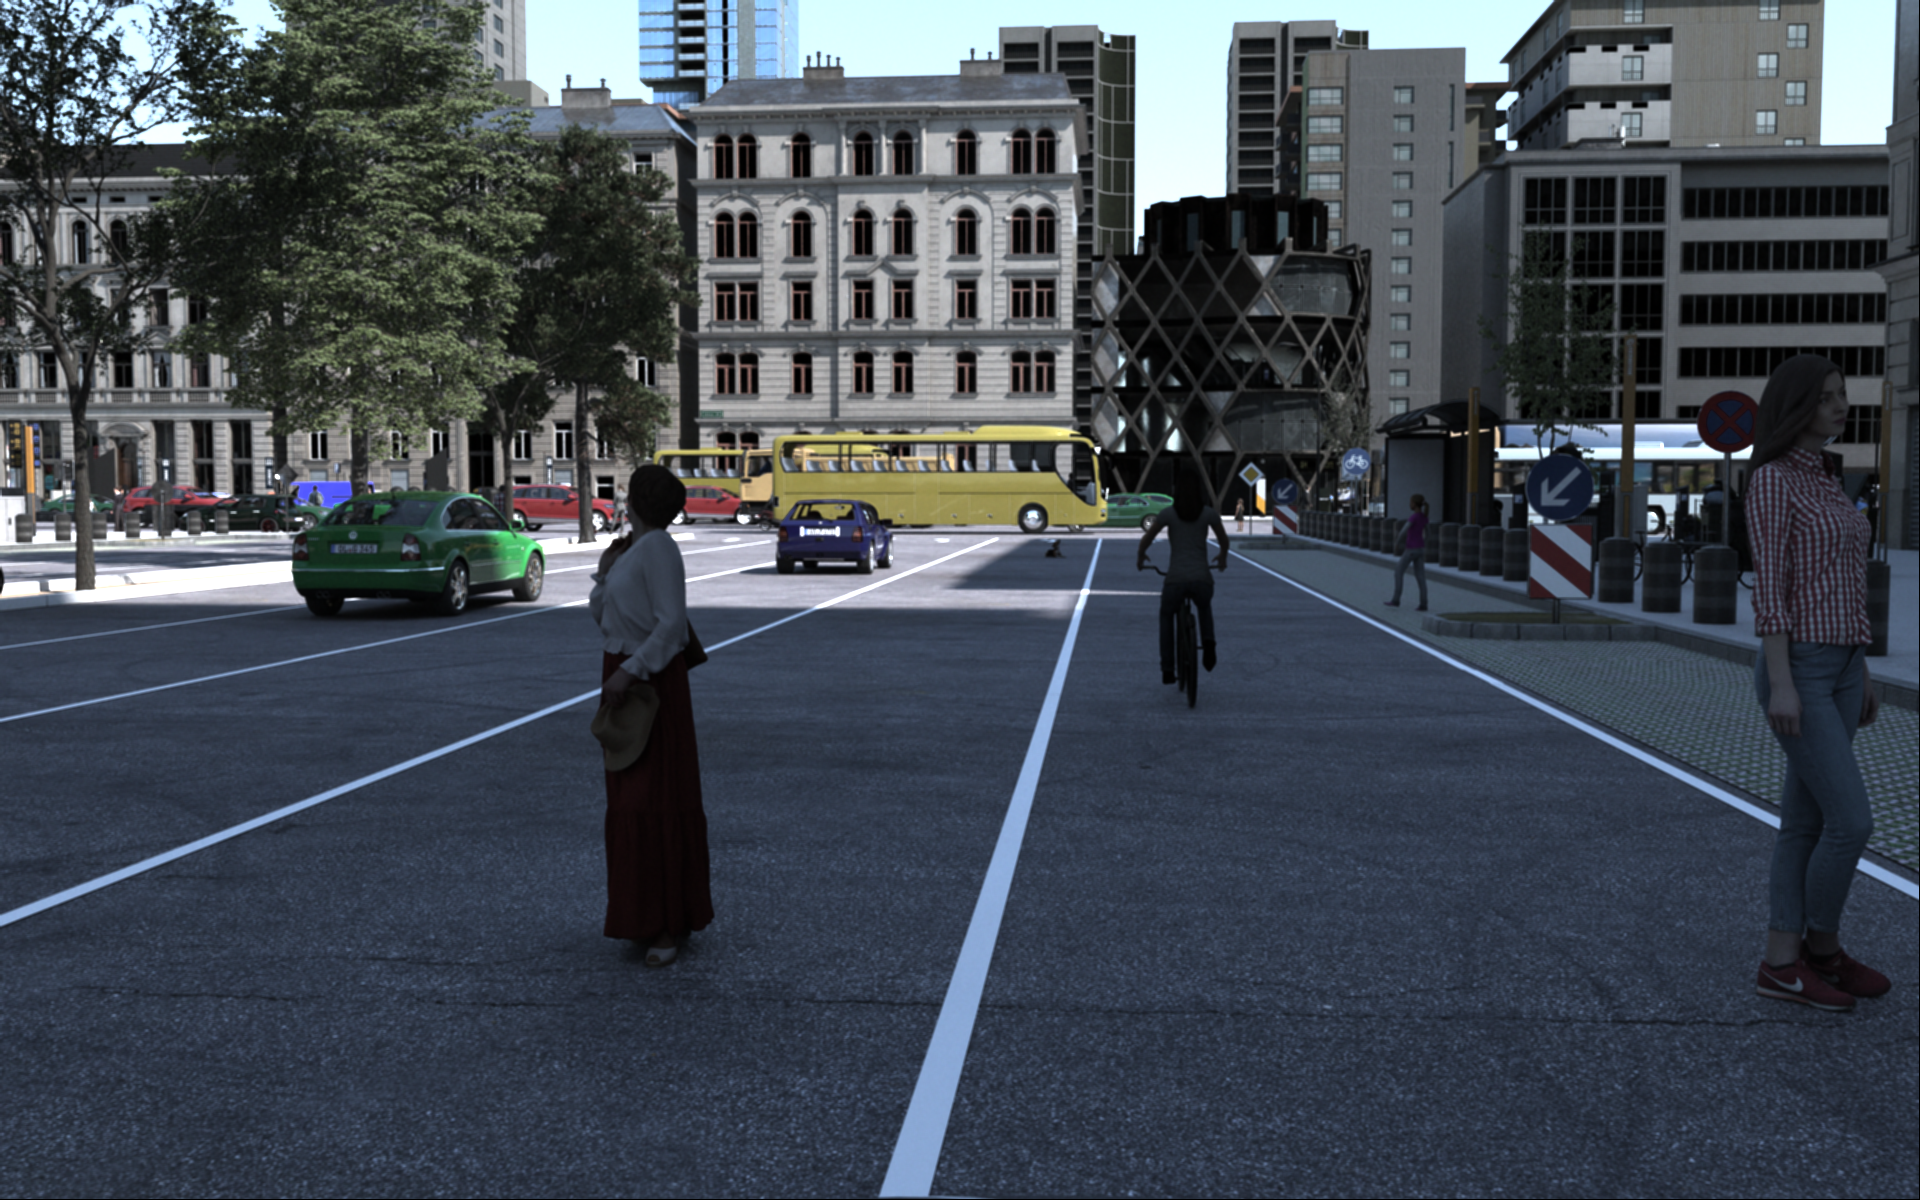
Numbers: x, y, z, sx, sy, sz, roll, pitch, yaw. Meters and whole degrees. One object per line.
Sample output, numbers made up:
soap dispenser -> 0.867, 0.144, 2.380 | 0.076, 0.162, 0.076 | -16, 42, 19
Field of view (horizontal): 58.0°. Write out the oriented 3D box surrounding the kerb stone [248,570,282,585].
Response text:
kerb stone -> -11.170, -0.336, 27.687 | 0.120, 0.150, 1.000 | 0, 4, 5

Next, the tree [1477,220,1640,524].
tree -> 15.815, -5.872, 46.378 | 4.737, 8.622, 4.395 | 0, 3, 0

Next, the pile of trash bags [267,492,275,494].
pile of trash bags -> -48.416, -6.903, 122.617 | 3.447, 1.369, 1.912 | 1, 4, 23

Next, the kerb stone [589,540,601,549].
kerb stone -> -9.636, -1.403, 45.132 | 0.120, 0.150, 1.000 | 0, 4, 5

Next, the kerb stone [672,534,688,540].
kerb stone -> -8.804, -1.968, 54.364 | 0.120, 0.150, 1.000 | 0, 4, 5

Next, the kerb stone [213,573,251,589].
kerb stone -> -11.264, -0.271, 26.653 | 0.120, 0.150, 1.000 | 0, 4, 5

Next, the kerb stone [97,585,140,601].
kerb stone -> -11.533, -0.078, 23.578 | 0.120, 0.150, 1.000 | 0, 4, 5

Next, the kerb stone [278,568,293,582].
kerb stone -> -11.081, -0.398, 28.711 | 0.120, 0.150, 1.000 | 0, 4, 5

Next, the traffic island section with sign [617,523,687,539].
traffic island section with sign -> -9.748, -2.898, 55.520 | 2.006, 1.907, 1.989 | 0, 4, 5

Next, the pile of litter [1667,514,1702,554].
pile of litter -> 15.722, -1.434, 37.410 | 1.719, 0.858, 1.176 | 2, 4, 25

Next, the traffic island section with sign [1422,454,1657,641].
traffic island section with sign -> 5.845, -0.559, 17.773 | 1.989, 1.847, 2.006 | 0, 4, 5

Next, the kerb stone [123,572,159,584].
kerb stone -> -13.263, -0.346, 27.877 | 0.120, 0.150, 1.000 | 0, 4, 5

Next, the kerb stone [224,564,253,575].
kerb stone -> -12.989, -0.536, 30.966 | 0.120, 0.150, 1.000 | 0, 4, 5

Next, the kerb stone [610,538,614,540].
kerb stone -> -9.448, -1.528, 47.178 | 0.120, 0.150, 1.000 | 0, 4, 5

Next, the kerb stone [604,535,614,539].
kerb stone -> -10.988, -1.914, 53.541 | 0.120, 0.150, 1.000 | 0, 4, 5

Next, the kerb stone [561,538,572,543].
kerb stone -> -11.351, -1.666, 49.437 | 0.120, 0.150, 1.000 | 0, 4, 5

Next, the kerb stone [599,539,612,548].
kerb stone -> -9.544, -1.465, 46.155 | 0.120, 0.150, 1.000 | 0, 4, 5

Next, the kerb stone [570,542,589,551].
kerb stone -> -9.714, -1.334, 44.106 | 0.120, 0.150, 1.000 | 0, 4, 5

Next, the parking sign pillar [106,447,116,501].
parking sign pillar -> -49.390, -6.810, 99.808 | 1.447, 3.967, 1.447 | -2, 4, -30

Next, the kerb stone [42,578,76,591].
kerb stone -> -13.448, -0.222, 25.820 | 0.120, 0.150, 1.000 | 0, 4, 5

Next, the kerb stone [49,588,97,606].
kerb stone -> -11.623, -0.022, 22.548 | 0.120, 0.150, 1.000 | 0, 4, 5

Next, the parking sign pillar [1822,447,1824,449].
parking sign pillar -> 46.221, -6.405, 93.194 | 1.447, 3.967, 1.447 | 0, 4, 3

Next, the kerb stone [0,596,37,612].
kerb stone -> -11.720, 0.045, 21.525 | 0.120, 0.150, 1.000 | 0, 4, 5

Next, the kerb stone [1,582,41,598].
kerb stone -> -13.538, -0.159, 24.792 | 0.120, 0.150, 1.000 | 0, 4, 5

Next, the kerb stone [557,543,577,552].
kerb stone -> -9.808, -1.278, 43.083 | 0.120, 0.150, 1.000 | 0, 4, 5

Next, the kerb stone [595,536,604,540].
kerb stone -> -11.075, -1.850, 52.512 | 0.120, 0.150, 1.000 | 0, 4, 5

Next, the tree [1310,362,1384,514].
tree -> 21.407, -8.924, 96.262 | 4.360, 8.622, 3.978 | 0, 3, 0

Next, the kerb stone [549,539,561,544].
kerb stone -> -11.449, -1.602, 48.403 | 0.120, 0.150, 1.000 | 0, 4, 5

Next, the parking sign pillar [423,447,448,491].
parking sign pillar -> -29.991, -6.763, 99.047 | 1.447, 3.967, 1.447 | 3, 5, 45

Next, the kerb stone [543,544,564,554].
kerb stone -> -9.899, -1.215, 42.056 | 0.120, 0.150, 1.000 | 0, 4, 5

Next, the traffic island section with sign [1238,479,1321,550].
traffic island section with sign -> 8.255, -2.224, 44.992 | 1.989, 1.847, 2.006 | 0, 4, 5

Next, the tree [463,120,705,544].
tree -> -10.762, -7.627, 49.207 | 6.751, 12.117, 7.091 | 0, 3, 0

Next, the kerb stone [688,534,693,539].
kerb stone -> -8.716, -2.027, 55.388 | 0.120, 0.150, 1.000 | 0, 4, 5

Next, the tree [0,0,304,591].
tree -> -12.356, -5.366, 24.609 | 8.767, 10.594, 7.601 | 0, 4, 5

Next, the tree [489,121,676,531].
tree -> -10.821, -6.428, 41.967 | 8.767, 10.594, 7.601 | 0, 4, 5

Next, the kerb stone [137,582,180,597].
kerb stone -> -11.449, -0.146, 24.602 | 0.120, 0.150, 1.000 | 0, 4, 5

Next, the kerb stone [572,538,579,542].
kerb stone -> -11.265, -1.729, 50.461 | 0.120, 0.150, 1.000 | 0, 4, 5

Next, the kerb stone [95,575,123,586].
kerb stone -> -13.359, -0.285, 26.854 | 0.120, 0.150, 1.000 | 0, 4, 5

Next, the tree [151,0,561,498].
tree -> -11.733, -6.923, 33.780 | 7.486, 12.596, 7.792 | 0, 3, 0

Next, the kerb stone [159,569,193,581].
kerb stone -> -13.168, -0.410, 28.904 | 0.120, 0.150, 1.000 | 0, 4, 5

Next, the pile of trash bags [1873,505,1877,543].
pile of trash bags -> 24.840, -2.294, 47.254 | 1.912, 1.369, 3.447 | 0, 4, 4

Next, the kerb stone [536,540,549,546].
kerb stone -> -11.530, -1.540, 47.379 | 0.120, 0.150, 1.000 | 0, 4, 5

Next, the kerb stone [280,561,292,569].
kerb stone -> -12.815, -0.657, 33.029 | 0.120, 0.150, 1.000 | 0, 4, 5

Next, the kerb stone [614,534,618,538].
kerb stone -> -10.891, -1.981, 54.582 | 0.120, 0.150, 1.000 | 0, 4, 5

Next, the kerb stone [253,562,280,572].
kerb stone -> -12.913, -0.599, 31.994 | 0.120, 0.150, 1.000 | 0, 4, 5

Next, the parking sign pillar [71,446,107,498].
parking sign pillar -> -49.112, -6.637, 96.979 | 1.447, 3.967, 1.447 | 1, 4, 17

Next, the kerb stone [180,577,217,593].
kerb stone -> -11.355, -0.208, 25.625 | 0.120, 0.150, 1.000 | 0, 4, 5

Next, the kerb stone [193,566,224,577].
kerb stone -> -13.082, -0.473, 29.938 | 0.120, 0.150, 1.000 | 0, 4, 5
